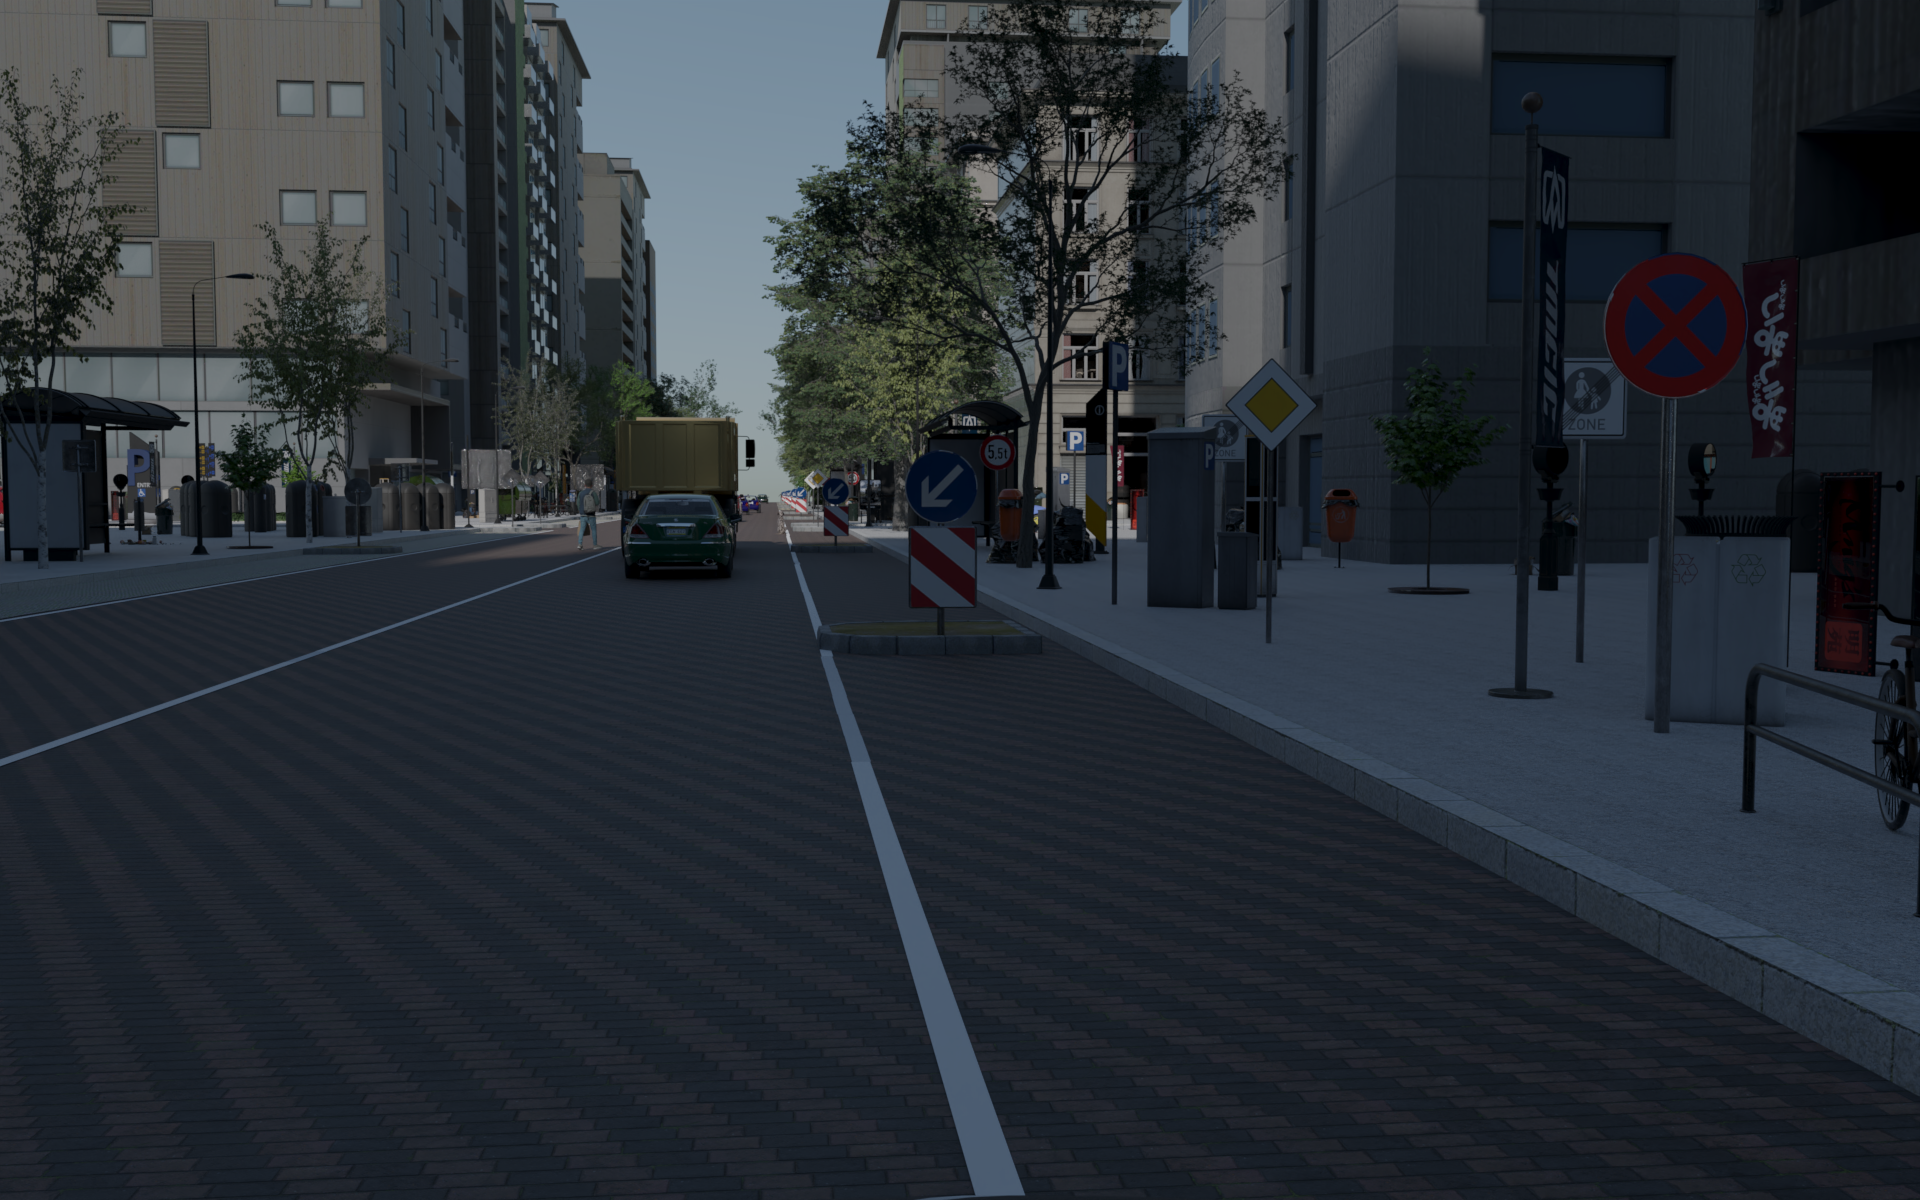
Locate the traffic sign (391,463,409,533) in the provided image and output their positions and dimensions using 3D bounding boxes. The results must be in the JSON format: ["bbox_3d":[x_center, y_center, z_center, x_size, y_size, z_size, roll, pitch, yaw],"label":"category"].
[{"bbox_3d":[-18.544,-3.380,57.388,0.606,2.300,0.079,0,4,-2],"label":"traffic sign"}]

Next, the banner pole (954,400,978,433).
[{"bbox_3d":[0.111,-3.429,46.081,0.863,3.779,0.401,-2,4,-24],"label":"banner pole"}]

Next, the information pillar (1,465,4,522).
[{"bbox_3d":[-23.724,-2.375,43.327,0.304,2.012,0.304,3,4,38],"label":"information pillar"}]

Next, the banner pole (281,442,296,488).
[{"bbox_3d":[-32.487,-5.748,83.990,0.863,3.779,0.401,-1,4,-8],"label":"banner pole"}]

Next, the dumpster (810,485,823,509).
[{"bbox_3d":[-12.151,-8.957,148.932,1.502,2.255,1.985,0,4,-6],"label":"dumpster"}]

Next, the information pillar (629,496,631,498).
[{"bbox_3d":[-27.848,-9.499,146.655,0.183,3.616,0.504,-3,5,-43],"label":"information pillar"}]

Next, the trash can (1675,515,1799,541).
[{"bbox_3d":[5.105,0.014,11.431,0.748,1.137,0.748,0,3,0],"label":"trash can"}]

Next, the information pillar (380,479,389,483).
[{"bbox_3d":[-27.185,-4.731,81.837,0.304,2.012,0.304,-3,5,-45],"label":"information pillar"}]

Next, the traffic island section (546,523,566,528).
[{"bbox_3d":[-18.059,-3.194,74.509,2.009,0.180,2.903,0,4,-6],"label":"traffic island section"}]

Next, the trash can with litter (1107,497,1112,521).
[{"bbox_3d":[7.140,-4.418,83.626,0.624,1.170,1.055,-2,4,-34],"label":"trash can with litter"}]

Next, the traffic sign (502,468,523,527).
[{"bbox_3d":[-17.185,-3.845,66.510,0.795,2.450,0.064,0,4,-6],"label":"traffic sign"}]

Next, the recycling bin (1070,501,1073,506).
[{"bbox_3d":[3.884,-3.280,66.176,0.722,1.027,0.722,1,4,18],"label":"recycling bin"}]

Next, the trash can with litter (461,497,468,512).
[{"bbox_3d":[-35.095,-6.831,123.079,1.055,1.170,0.624,2,4,34],"label":"trash can with litter"}]

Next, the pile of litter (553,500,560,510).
[{"bbox_3d":[-32.227,-7.634,138.781,1.719,0.858,1.176,1,4,16],"label":"pile of litter"}]

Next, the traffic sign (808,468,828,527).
[{"bbox_3d":[-5.555,-3.920,67.732,0.795,2.450,0.064,0,4,-6],"label":"traffic sign"}]

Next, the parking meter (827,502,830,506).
[{"bbox_3d":[-8.666,-6.562,115.698,0.372,1.533,0.369,0,3,0],"label":"parking meter"}]

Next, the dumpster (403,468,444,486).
[{"bbox_3d":[-20.082,-3.813,64.842,1.502,2.255,1.985,0,4,-6],"label":"dumpster"}]

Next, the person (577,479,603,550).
[{"bbox_3d":[-9.525,-2.185,44.209,0.794,1.824,0.713,2,4,31],"label":"person"}]

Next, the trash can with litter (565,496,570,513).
[{"bbox_3d":[-25.989,-6.432,116.547,0.624,1.170,1.055,3,4,36],"label":"trash can with litter"}]

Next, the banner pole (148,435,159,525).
[{"bbox_3d":[-33.780,-5.054,72.651,0.401,3.779,0.863,0,4,3],"label":"banner pole"}]

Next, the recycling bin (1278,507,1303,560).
[{"bbox_3d":[6.298,-1.303,33.855,0.722,1.027,0.722,0,4,4],"label":"recycling bin"}]

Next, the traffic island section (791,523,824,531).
[{"bbox_3d":[-5.533,-2.785,67.811,2.009,0.180,2.903,0,4,-6],"label":"traffic island section"}]

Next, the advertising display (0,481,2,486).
[{"bbox_3d":[-46.487,-4.788,83.494,0.123,1.923,0.974,0,4,0],"label":"advertising display"}]

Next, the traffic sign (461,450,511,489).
[{"bbox_3d":[-21.767,-5.245,79.626,2.265,3.308,0.079,0,4,-2],"label":"traffic sign"}]

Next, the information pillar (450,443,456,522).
[{"bbox_3d":[-23.082,-5.345,78.751,0.183,3.616,0.504,-1,4,-12],"label":"information pillar"}]

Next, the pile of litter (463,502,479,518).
[{"bbox_3d":[-25.756,-4.785,92.200,1.176,0.858,1.719,3,5,41],"label":"pile of litter"}]

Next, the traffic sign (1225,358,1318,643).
[{"bbox_3d":[2.652,-0.835,14.831,0.795,2.450,0.064,0,4,-4],"label":"traffic sign"}]

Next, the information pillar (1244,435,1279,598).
[{"bbox_3d":[3.745,-1.043,21.541,0.304,2.012,0.304,-3,4,-38],"label":"information pillar"}]

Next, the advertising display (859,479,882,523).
[{"bbox_3d":[-3.910,-4.321,75.858,0.974,1.923,0.123,1,4,8],"label":"advertising display"}]

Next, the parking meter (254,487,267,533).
[{"bbox_3d":[-23.359,-3.021,57.808,0.372,1.533,0.369,0,3,0],"label":"parking meter"}]

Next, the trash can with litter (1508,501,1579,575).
[{"bbox_3d":[9.215,-0.976,27.349,1.055,1.170,0.624,1,4,20],"label":"trash can with litter"}]

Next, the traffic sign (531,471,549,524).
[{"bbox_3d":[-18.037,-4.331,74.449,0.795,2.450,0.064,0,4,-6],"label":"traffic sign"}]

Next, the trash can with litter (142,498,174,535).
[{"bbox_3d":[-25.365,-2.645,54.636,1.055,1.170,0.624,-1,4,-20],"label":"trash can with litter"}]

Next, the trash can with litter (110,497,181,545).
[{"bbox_3d":[-21.033,-2.052,44.602,1.678,1.210,2.233,-2,4,-27],"label":"trash can with litter"}]

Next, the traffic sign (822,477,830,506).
[{"bbox_3d":[-9.695,-7.686,125.776,0.768,2.556,0.104,0,4,-6],"label":"traffic sign"}]

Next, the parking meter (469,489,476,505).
[{"bbox_3d":[-27.550,-5.628,97.731,0.399,1.863,0.255,-2,4,-29],"label":"parking meter"}]

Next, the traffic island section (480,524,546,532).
[{"bbox_3d":[-17.208,-2.709,66.569,2.009,0.180,2.903,0,4,-6],"label":"traffic island section"}]

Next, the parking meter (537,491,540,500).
[{"bbox_3d":[-33.617,-7.926,137.997,0.372,1.533,0.369,0,3,0],"label":"parking meter"}]

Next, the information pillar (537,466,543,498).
[{"bbox_3d":[-34.189,-9.158,141.088,0.504,3.616,0.183,-1,4,-19],"label":"information pillar"}]

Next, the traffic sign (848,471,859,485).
[{"bbox_3d":[-6.038,-5.947,97.346,0.768,2.556,0.104,0,4,2],"label":"traffic sign"}]

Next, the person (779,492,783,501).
[{"bbox_3d":[-30.248,-17.406,293.907,1.217,1.723,0.721,1,4,12],"label":"person"}]

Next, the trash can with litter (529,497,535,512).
[{"bbox_3d":[-30.381,-6.868,123.681,1.055,1.170,0.624,-2,4,-23],"label":"trash can with litter"}]

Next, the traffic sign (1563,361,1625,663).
[{"bbox_3d":[4.718,-0.672,13.119,0.606,2.300,0.079,0,4,-2],"label":"traffic sign"}]

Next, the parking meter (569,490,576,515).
[{"bbox_3d":[-23.253,-5.847,104.010,0.372,1.533,0.369,0,3,0],"label":"parking meter"}]

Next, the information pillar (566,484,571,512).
[{"bbox_3d":[-27.970,-7.285,123.599,0.304,2.012,0.304,-2,4,-33],"label":"information pillar"}]

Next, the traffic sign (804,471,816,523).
[{"bbox_3d":[-6.407,-4.405,75.671,0.795,2.450,0.064,0,4,-6],"label":"traffic sign"}]

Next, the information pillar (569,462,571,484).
[{"bbox_3d":[-28.224,-8.250,126.248,0.504,3.616,0.183,-2,4,-32],"label":"information pillar"}]

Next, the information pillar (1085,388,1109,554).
[{"bbox_3d":[2.926,-2.792,37.008,0.504,3.616,0.183,2,4,28],"label":"information pillar"}]

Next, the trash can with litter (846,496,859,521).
[{"bbox_3d":[-5.040,-4.270,81.199,0.624,1.170,1.055,0,4,-3],"label":"trash can with litter"}]

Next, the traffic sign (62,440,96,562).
[{"bbox_3d":[-16.611,-1.869,32.683,0.606,2.300,0.079,0,4,-3],"label":"traffic sign"}]

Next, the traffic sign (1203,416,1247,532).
[{"bbox_3d":[3.395,-1.234,22.298,0.606,2.300,0.079,0,4,-6],"label":"traffic sign"}]

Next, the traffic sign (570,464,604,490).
[{"bbox_3d":[-25.477,-7.616,118.387,2.265,3.308,0.079,0,4,-1],"label":"traffic sign"}]

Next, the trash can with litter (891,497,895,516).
[{"bbox_3d":[-2.460,-3.917,75.429,1.055,1.170,0.624,1,4,12],"label":"trash can with litter"}]

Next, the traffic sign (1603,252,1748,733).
[{"bbox_3d":[3.776,-0.559,9.243,0.768,2.556,0.104,0,4,-1],"label":"traffic sign"}]

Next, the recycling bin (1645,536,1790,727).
[{"bbox_3d":[4.357,0.159,9.958,0.722,1.027,0.722,2,4,25],"label":"recycling bin"}]

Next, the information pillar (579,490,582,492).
[{"bbox_3d":[-32.592,-8.800,148.371,0.304,2.012,0.304,3,4,37],"label":"information pillar"}]

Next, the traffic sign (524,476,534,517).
[{"bbox_3d":[-23.766,-5.705,95.405,0.606,2.300,0.079,0,4,1],"label":"traffic sign"}]

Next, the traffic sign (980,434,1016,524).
[{"bbox_3d":[0.804,-2.258,37.022,0.768,2.556,0.104,0,4,1],"label":"traffic sign"}]

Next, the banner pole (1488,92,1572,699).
[{"bbox_3d":[3.715,-1.288,11.080,0.401,3.779,0.863,3,5,40],"label":"banner pole"}]
